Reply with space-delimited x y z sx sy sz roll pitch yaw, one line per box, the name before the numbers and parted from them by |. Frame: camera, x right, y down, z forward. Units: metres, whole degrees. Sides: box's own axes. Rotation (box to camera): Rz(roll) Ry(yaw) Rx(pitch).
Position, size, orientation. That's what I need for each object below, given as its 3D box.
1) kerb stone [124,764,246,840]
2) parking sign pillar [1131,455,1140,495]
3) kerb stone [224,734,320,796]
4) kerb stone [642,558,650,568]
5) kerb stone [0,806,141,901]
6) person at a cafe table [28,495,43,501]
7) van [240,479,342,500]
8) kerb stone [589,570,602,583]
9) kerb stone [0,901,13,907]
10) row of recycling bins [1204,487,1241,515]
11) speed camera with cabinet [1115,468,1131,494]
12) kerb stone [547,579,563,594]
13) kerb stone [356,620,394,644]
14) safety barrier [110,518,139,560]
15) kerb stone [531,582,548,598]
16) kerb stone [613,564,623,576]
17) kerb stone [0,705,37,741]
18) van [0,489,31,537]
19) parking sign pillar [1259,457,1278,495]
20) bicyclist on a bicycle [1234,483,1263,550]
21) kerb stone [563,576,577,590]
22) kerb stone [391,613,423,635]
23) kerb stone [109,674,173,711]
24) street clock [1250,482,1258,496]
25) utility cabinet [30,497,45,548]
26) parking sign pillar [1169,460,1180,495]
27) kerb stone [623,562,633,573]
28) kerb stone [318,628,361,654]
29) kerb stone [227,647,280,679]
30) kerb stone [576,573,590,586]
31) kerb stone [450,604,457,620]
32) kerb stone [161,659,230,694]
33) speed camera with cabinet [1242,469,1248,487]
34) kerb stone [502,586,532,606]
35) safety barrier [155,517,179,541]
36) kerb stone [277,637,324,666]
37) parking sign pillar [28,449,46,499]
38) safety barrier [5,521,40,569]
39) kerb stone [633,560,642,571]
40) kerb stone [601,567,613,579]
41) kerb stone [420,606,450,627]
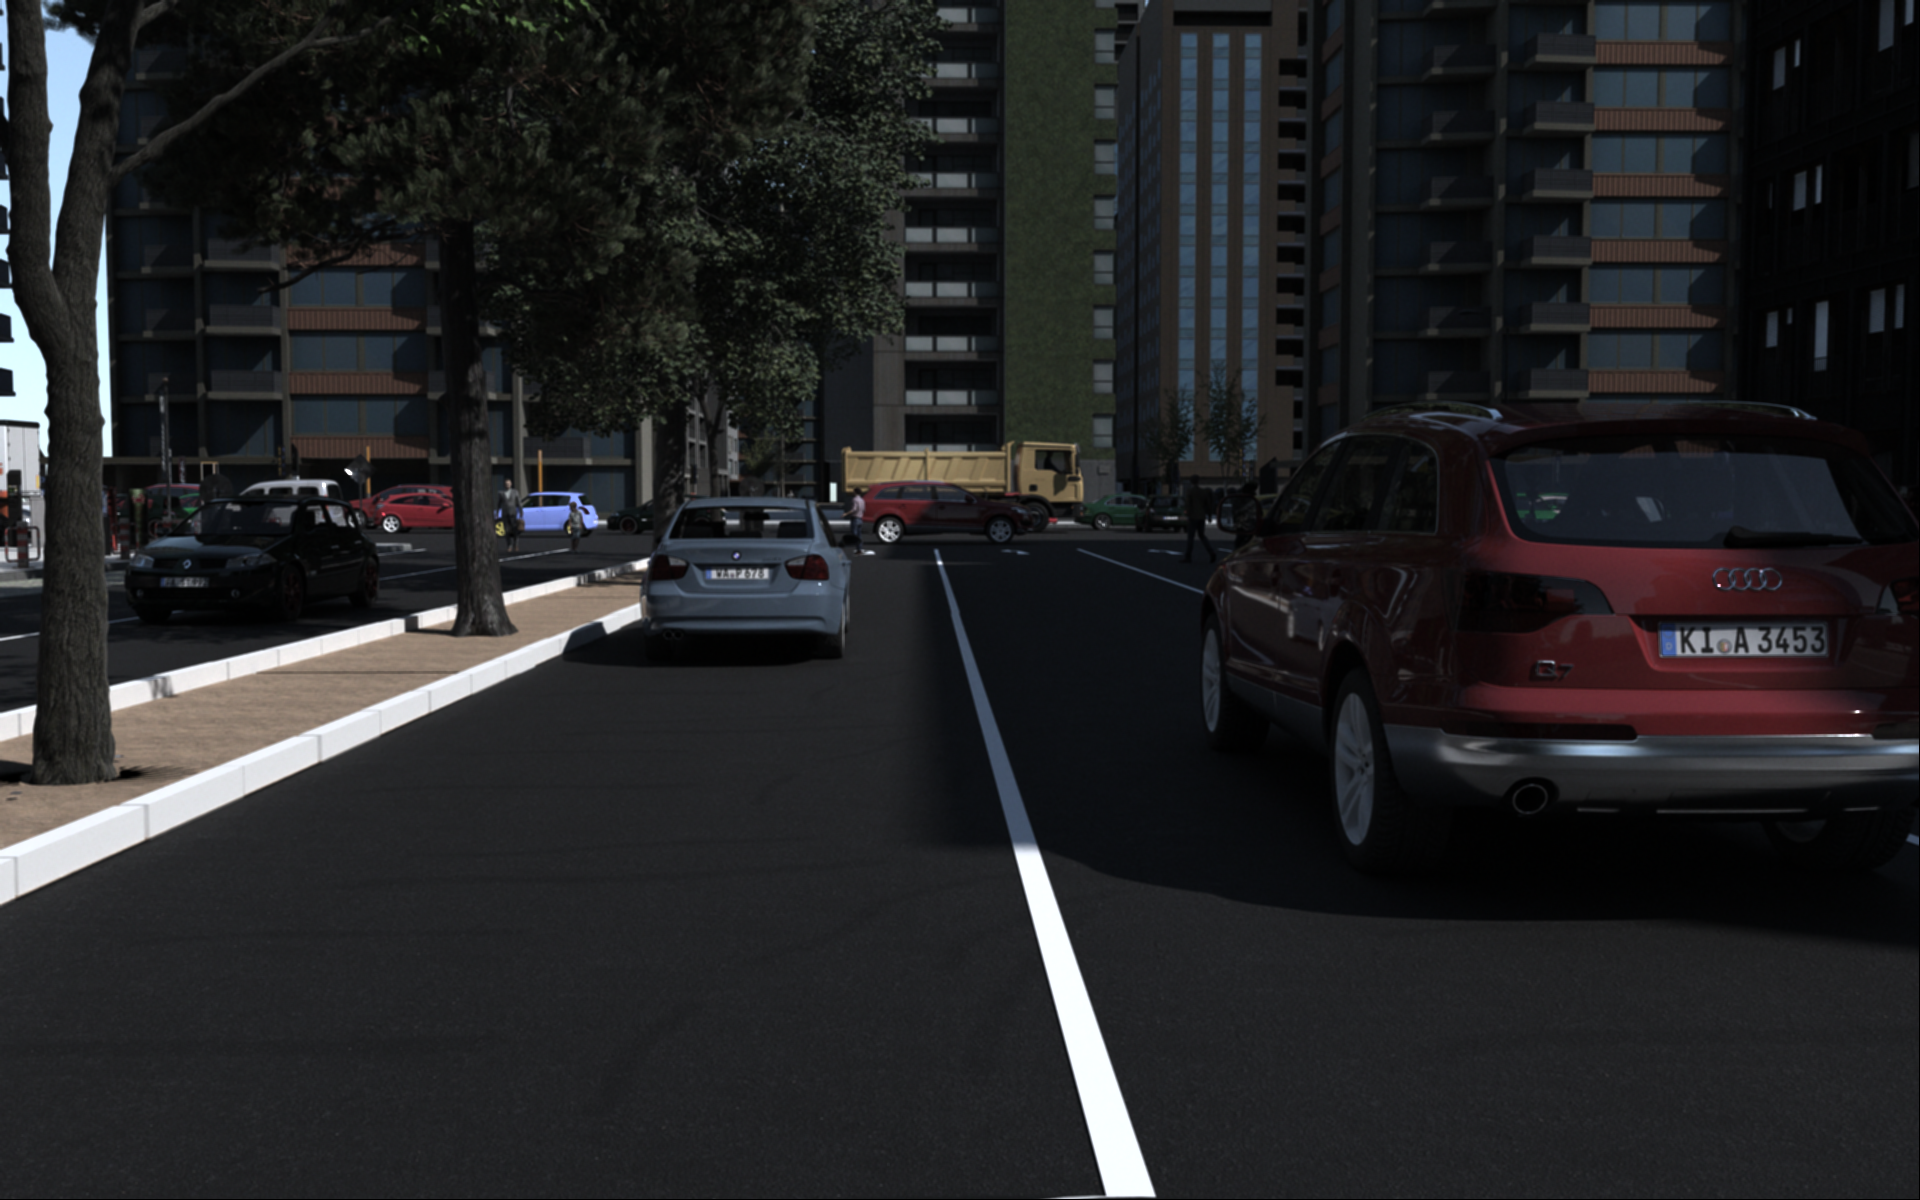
kerb stone | -3.427 0.889 7.666 0.120 0.150 1.000 0 4 -1
parking sign pillar | 12.093 -8.035 119.843 1.447 3.967 1.447 0 4 -2
kerb stone | -3.458 0.828 8.692 0.120 0.150 1.000 0 4 -1
kerb stone | -6.137 -0.681 33.329 0.120 0.150 1.000 0 4 -1
kerb stone | -3.407 0.952 6.630 0.120 0.150 1.000 0 4 -1
person at a cafe table | -64.325 -6.951 122.171 1.698 1.524 1.622 0 4 -7
van | -19.898 -2.615 49.774 4.112 2.044 2.013 0 4 -1
kerb stone | -6.011 -0.366 28.172 0.120 0.150 1.000 0 4 -1
kerb stone | -3.379 1.015 5.601 0.120 0.150 1.000 0 4 -1
row of recycling bins | 16.332 -6.083 106.572 1.069 1.692 3.534 -3 5 -43
speed camera with cabinet | 12.555 -8.467 132.775 0.660 3.252 2.038 -3 5 -44
kerb stone | -5.943 -0.176 25.075 0.120 0.150 1.000 0 4 -1
kerb stone | -5.751 0.326 16.862 0.120 0.150 1.000 0 4 -1
safety barrier | -16.247 -1.187 33.689 0.300 0.817 1.120 0 4 -1
kerb stone | -5.920 -0.113 24.049 0.120 0.150 1.000 0 4 -1
kerb stone | -6.067 -0.492 30.241 0.120 0.150 1.000 0 4 -1
kerb stone | -5.599 0.710 10.694 0.120 0.150 1.000 0 4 -1
van | -32.080 -3.042 56.751 4.112 2.044 2.013 0 4 -1
parking sign pillar | 22.336 -8.371 125.338 1.447 3.967 1.447 3 5 41
bicyclist on a bicycle | 4.901 -1.201 29.661 1.499 1.676 1.625 0 4 -2
kerb stone | -5.973 -0.239 26.101 0.120 0.150 1.000 0 4 -1
kerb stone | -5.773 0.267 17.888 0.120 0.150 1.000 0 4 -1
kerb stone | -5.625 0.642 11.723 0.120 0.150 1.000 0 4 -1
street clock | 17.576 -6.057 103.600 0.471 2.002 0.358 -2 4 -30
utility cabinet | -21.655 -1.853 41.465 1.020 1.237 0.306 -1 4 -18
parking sign pillar | 16.546 -8.879 133.644 1.447 3.967 1.447 2 4 27
kerb stone | -6.097 -0.553 31.275 0.120 0.150 1.000 0 4 -1
kerb stone | -5.723 0.389 15.836 0.120 0.150 1.000 0 4 -1
kerb stone | -5.675 0.517 13.782 0.120 0.150 1.000 0 4 -1
kerb stone | -5.993 -0.301 27.145 0.120 0.150 1.000 0 4 -1
kerb stone | -5.813 0.141 19.941 0.120 0.150 1.000 0 4 -1
kerb stone | -5.658 0.578 12.753 0.120 0.150 1.000 0 4 -1
speed camera with cabinet | 21.702 -8.595 134.858 2.038 3.252 0.660 0 4 -6
kerb stone | -5.894 -0.048 23.022 0.120 0.150 1.000 0 4 -1
safety barrier | -16.294 -1.305 35.611 0.300 0.817 1.120 0 4 -1
kerb stone | -5.695 0.453 14.808 0.120 0.150 1.000 0 4 -1
parking sign pillar | -45.837 -5.964 85.981 1.447 3.967 1.447 3 5 42
safety barrier | -16.155 -0.953 29.854 0.300 0.817 1.120 0 4 -1
kerb stone | -6.113 -0.617 32.303 0.120 0.150 1.000 0 4 -1
kerb stone | -6.047 -0.425 29.212 0.120 0.150 1.000 0 4 -1
kerb stone | -5.792 0.201 18.914 0.120 0.150 1.000 0 4 -1
